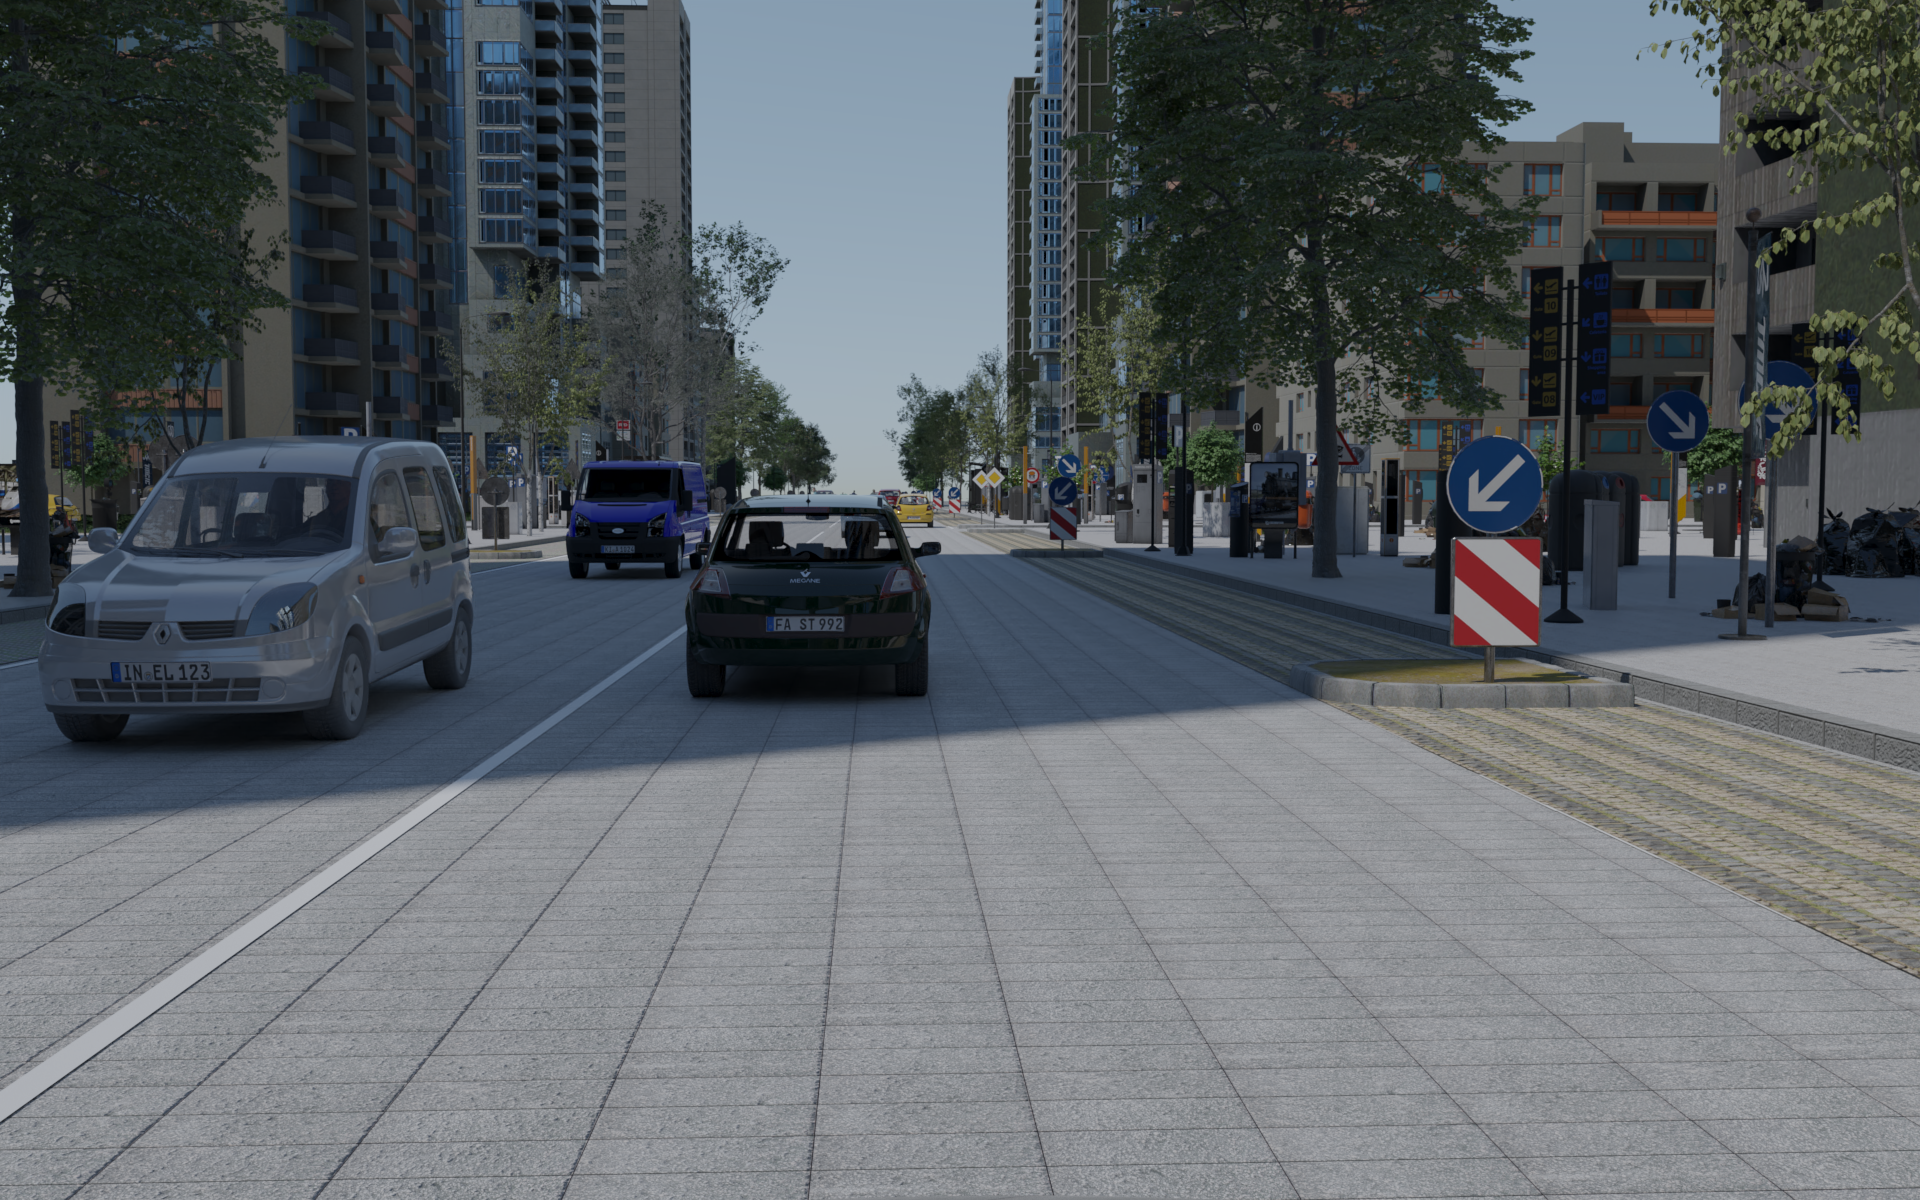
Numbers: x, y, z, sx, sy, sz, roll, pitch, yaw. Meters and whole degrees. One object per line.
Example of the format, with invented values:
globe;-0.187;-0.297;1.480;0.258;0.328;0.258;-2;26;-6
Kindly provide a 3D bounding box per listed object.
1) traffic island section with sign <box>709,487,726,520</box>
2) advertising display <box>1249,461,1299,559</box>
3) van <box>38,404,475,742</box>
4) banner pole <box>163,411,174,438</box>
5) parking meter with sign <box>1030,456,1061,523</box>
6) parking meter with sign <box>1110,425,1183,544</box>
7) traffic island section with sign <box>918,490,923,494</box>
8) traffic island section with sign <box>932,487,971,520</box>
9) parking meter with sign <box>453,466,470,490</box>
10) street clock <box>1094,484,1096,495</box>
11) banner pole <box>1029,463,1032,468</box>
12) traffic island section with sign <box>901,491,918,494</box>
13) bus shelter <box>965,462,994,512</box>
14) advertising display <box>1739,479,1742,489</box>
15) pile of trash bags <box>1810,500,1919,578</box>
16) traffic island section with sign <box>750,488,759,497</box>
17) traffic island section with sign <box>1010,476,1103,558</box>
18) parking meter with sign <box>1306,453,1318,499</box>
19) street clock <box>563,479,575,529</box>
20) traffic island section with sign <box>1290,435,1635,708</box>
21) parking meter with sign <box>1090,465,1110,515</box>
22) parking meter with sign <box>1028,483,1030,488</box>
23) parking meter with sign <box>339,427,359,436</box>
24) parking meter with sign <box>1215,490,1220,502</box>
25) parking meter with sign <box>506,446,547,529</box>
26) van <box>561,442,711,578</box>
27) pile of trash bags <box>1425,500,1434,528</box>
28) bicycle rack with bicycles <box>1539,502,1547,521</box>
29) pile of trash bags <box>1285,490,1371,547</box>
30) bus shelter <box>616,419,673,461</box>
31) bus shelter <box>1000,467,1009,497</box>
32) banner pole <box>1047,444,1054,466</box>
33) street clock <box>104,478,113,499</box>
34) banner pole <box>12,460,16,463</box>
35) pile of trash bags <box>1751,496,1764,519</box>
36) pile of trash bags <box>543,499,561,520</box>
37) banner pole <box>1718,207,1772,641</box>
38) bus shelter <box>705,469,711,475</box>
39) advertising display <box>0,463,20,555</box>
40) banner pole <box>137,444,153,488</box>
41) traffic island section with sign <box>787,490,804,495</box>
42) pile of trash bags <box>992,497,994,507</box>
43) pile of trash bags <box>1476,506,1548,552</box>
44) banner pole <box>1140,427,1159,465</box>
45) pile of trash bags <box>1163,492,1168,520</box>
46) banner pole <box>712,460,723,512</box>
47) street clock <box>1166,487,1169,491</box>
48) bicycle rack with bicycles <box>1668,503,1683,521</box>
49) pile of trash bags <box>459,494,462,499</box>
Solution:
traffic island section with sign;-13.089;-5.273;94.840;1.989;1.847;2.006;0;4;-3
advertising display;6.236;-1.786;34.419;0.974;1.923;0.123;1;4;12
van;-4.415;-0.266;11.364;2.013;2.044;4.112;0;4;-3
banner pole;-23.792;-3.798;52.121;0.401;3.779;0.863;0;4;1
parking meter with sign;3.949;-4.953;77.243;0.543;3.016;1.738;3;4;38
parking meter with sign;4.841;-2.954;44.564;1.738;3.016;0.543;2;4;33
traffic island section with sign;-1.748;-6.921;121.781;1.989;1.847;2.006;0;4;-3
traffic island section with sign;-0.442;-5.241;94.320;1.989;1.847;2.006;0;4;-3
parking meter with sign;-31.219;-6.800;107.434;1.738;3.016;0.543;2;4;30
street clock;8.404;-6.301;107.583;0.471;2.002;0.358;1;4;23
banner pole;5.707;-9.190;140.268;0.401;3.779;0.863;2;4;25
traffic island section with sign;-5.438;-11.651;199.127;1.989;1.847;2.006;0;4;-3
bus shelter;1.415;-8.451;129.459;1.731;3.624;6.357;0;4;-3
advertising display;34.183;-4.348;76.295;0.123;1.923;0.974;0;4;-8
pile of trash bags;15.269;-1.060;27.077;3.447;1.369;1.912;0;4;7
traffic island section with sign;-14.384;-6.920;121.764;1.989;1.847;2.006;0;4;-3
traffic island section with sign;2.169;-1.897;39.643;1.989;1.847;2.006;0;4;-3
parking meter with sign;14.792;-4.704;73.173;0.543;3.016;1.738;1;4;14
street clock;-14.501;-3.654;64.315;0.358;2.002;0.471;1;4;19
traffic island section with sign;3.465;-0.234;12.451;1.989;1.847;2.006;0;4;-3
parking meter with sign;8.541;-6.617;104.455;0.543;3.016;1.738;3;5;39
parking meter with sign;3.825;-5.638;88.435;1.738;3.016;0.543;-1;4;-10
parking meter with sign;-16.559;-3.022;45.667;1.738;3.016;0.543;3;4;37
parking meter with sign;14.731;-6.227;98.077;0.543;3.016;1.738;1;4;16
parking meter with sign;-15.909;-4.126;63.722;0.543;3.016;1.738;1;4;23
van;-5.746;-1.642;31.232;2.240;2.365;5.245;0;4;-2
pile of trash bags;18.352;-3.160;61.416;3.447;1.369;1.912;0;4;-3
bicycle rack with bicycles;26.149;-4.077;80.038;2.925;0.926;2.852;-3;5;-39
pile of trash bags;8.918;-2.044;43.174;1.912;1.369;3.447;2;4;24
bus shelter;-17.528;-7.238;95.965;2.179;5.291;8.768;0;4;-3
bus shelter;3.055;-9.395;144.884;1.731;3.624;6.357;0;4;-3
banner pole;4.499;-5.861;85.851;0.401;3.779;0.863;2;4;31
street clock;-38.026;-4.454;77.386;0.358;2.002;0.471;0;4;-4
banner pole;-60.320;-7.398;110.982;0.401;3.779;0.863;2;4;31
pile of trash bags;38.005;-4.472;82.877;3.447;1.369;1.912;1;4;21
pile of trash bags;-19.588;-4.696;86.530;1.912;1.369;3.447;1;4;15
banner pole;6.886;-1.529;15.013;0.401;3.779;0.863;1;4;12
bus shelter;-19.240;-8.038;125.337;2.014;3.302;5.546;0;4;-3
advertising display;-19.801;-1.907;36.400;0.974;1.923;0.123;1;4;19
banner pole;-40.776;-5.905;86.560;0.863;3.779;0.401;-2;4;-31
traffic island section with sign;-16.769;-9.987;171.908;1.989;1.847;2.006;0;4;-3
pile of trash bags;2.779;-7.863;138.309;3.447;1.369;1.912;0;4;-6
pile of trash bags;13.219;-1.771;38.716;3.447;1.369;1.912;-1;4;-9
banner pole;6.236;-4.068;56.532;0.863;3.779;0.401;-1;4;-21
pile of trash bags;9.902;-4.692;86.459;1.912;1.369;3.447;-1;4;-10
banner pole;-17.803;-8.398;127.322;0.863;3.779;0.401;0;4;-4
street clock;11.596;-5.560;95.480;0.471;2.002;0.358;3;5;40
bicycle rack with bicycles;32.778;-4.245;82.783;2.852;0.926;2.925;-1;4;-8
pile of trash bags;-26.433;-4.679;86.254;3.447;1.369;1.912;1;4;12
